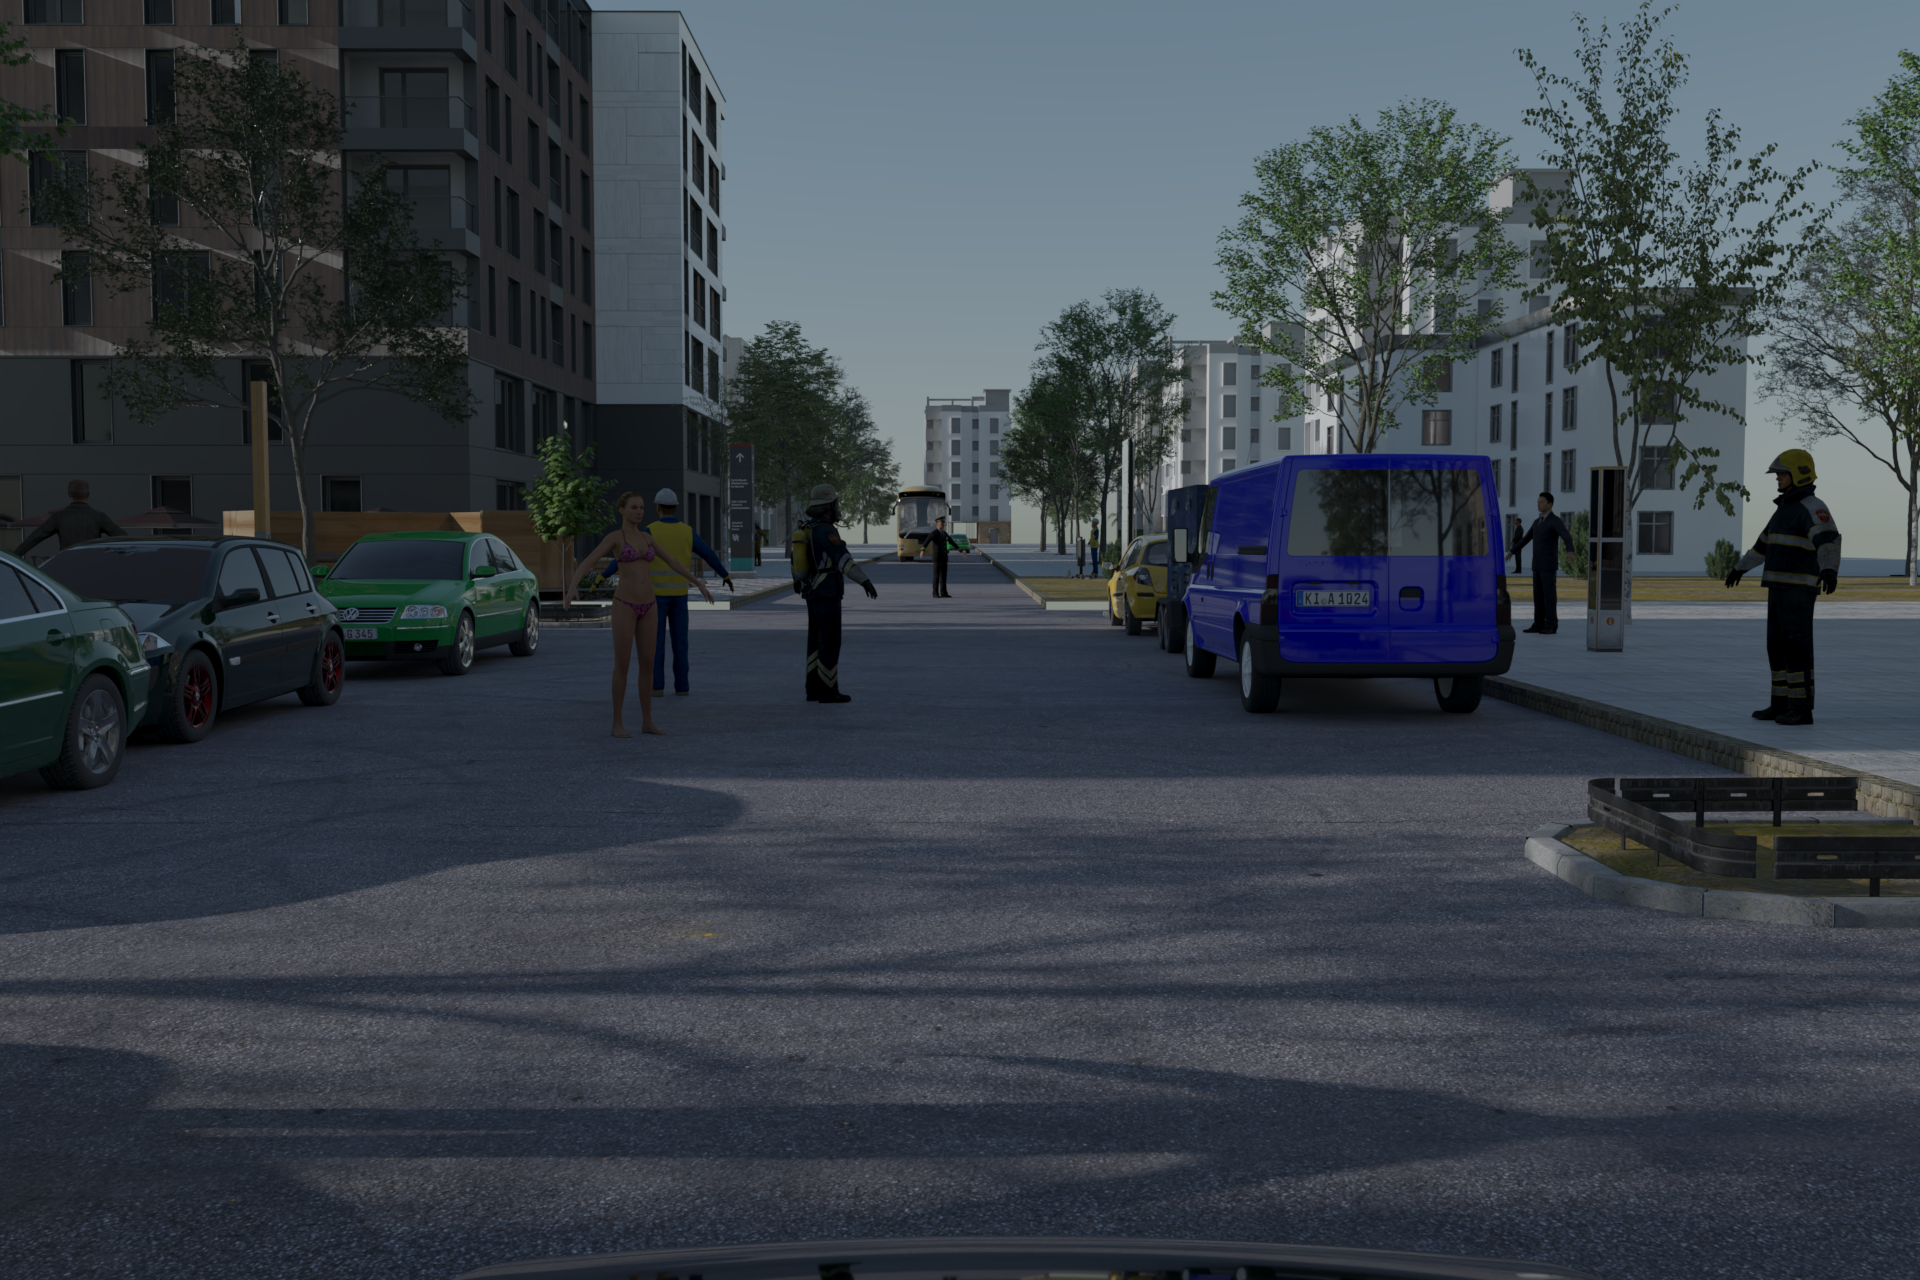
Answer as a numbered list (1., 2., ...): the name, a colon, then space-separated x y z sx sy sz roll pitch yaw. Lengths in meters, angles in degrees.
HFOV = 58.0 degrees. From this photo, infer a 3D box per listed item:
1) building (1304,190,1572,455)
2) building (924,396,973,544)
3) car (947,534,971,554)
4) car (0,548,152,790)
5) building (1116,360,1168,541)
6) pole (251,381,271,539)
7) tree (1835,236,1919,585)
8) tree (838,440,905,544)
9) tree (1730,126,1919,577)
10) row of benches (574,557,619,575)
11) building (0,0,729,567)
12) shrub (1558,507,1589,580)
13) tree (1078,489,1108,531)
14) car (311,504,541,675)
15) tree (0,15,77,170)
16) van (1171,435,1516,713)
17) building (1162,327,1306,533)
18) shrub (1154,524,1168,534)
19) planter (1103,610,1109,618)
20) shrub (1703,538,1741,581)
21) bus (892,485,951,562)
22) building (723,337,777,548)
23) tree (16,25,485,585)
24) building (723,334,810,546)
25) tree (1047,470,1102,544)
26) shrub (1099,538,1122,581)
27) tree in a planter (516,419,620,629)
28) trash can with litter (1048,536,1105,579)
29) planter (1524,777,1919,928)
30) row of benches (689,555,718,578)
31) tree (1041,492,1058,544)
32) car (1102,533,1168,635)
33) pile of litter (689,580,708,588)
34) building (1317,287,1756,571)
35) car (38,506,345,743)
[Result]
1. building: 25.616 -15.012 101.873 16.016 20.090 11.380 0 4 0
2. building: -4.509 -22.704 230.083 11.380 20.090 16.016 0 4 2
3. car: -0.177 -7.327 128.588 1.959 1.807 4.718 0 4 -1
4. car: -5.748 0.208 8.405 2.131 1.459 4.920 0 4 0
5. building: 26.453 -19.467 184.735 16.747 18.905 31.486 0 4 0
6. pole: -9.369 -1.798 23.239 0.158 3.312 0.155 0 3 0
7. tree: 24.033 -5.661 42.920 4.737 8.622 4.395 0 3 0
8. tree: -12.327 -19.635 227.683 9.857 13.997 8.962 0 3 0
9. tree: 28.617 -8.657 51.909 12.009 13.543 11.850 0 3 0
10. row of benches: -10.668 -1.890 46.357 4.104 0.672 1.422 -1 4 -9
11. building: -24.829 -13.566 65.776 27.936 21.610 32.646 0 4 0
12. shrub: 17.461 -2.688 48.376 1.690 2.028 1.600 0 3 0
13. tree: 17.576 -17.121 230.295 4.737 8.622 4.395 0 3 0
14. car: -5.887 -0.622 18.958 1.959 1.807 4.718 0 4 0
15. tree: -11.559 -5.428 14.502 9.928 11.665 9.643 0 3 0
16. van: 3.214 -0.682 15.537 2.240 2.365 5.245 0 4 -1
17. building: 24.559 -18.929 165.904 16.016 20.090 11.380 0 4 0
18. shrub: 6.462 -2.798 49.781 1.661 2.075 1.752 0 3 0
19. planter: 3.506 -0.551 30.145 1.991 0.319 1.994 0 4 1
20. shrub: 21.027 -2.241 47.760 1.383 1.207 1.383 0 3 0
21. bus: -1.942 -6.098 91.241 2.896 3.916 12.252 0 4 -1
22. building: -28.092 -18.663 171.597 16.747 18.905 31.486 0 4 0
23. tree: -12.370 -5.983 32.230 7.601 10.594 8.767 1 4 22
24. building: -25.790 -22.546 199.554 19.493 23.208 18.063 0 4 0
25. tree: 14.843 -18.676 223.479 7.486 12.596 7.792 0 3 0
26. shrub: 4.234 -2.160 46.429 1.383 1.207 1.383 0 3 0
27. tree in a planter: -6.217 -1.830 27.139 1.991 3.239 1.994 0 3 0
28. trash can with litter: 3.420 -2.383 50.012 1.678 1.210 2.233 0 4 0
29. planter: 3.494 0.847 7.286 1.991 0.319 1.994 0 4 1
30. row of benches: -8.158 -2.121 50.134 1.422 0.672 4.104 1 4 16
31. tree: 12.665 -17.120 230.281 4.737 8.622 4.395 0 3 0
32. car: 3.186 -0.959 25.903 2.015 1.641 3.980 0 4 0
33. pile of litter: -6.718 -1.722 42.112 1.176 0.858 1.719 0 4 -1
34. building: 22.442 -8.005 73.030 9.099 9.664 28.070 0 3 0
35. car: -6.081 -0.202 13.094 2.009 1.686 4.222 0 4 0
